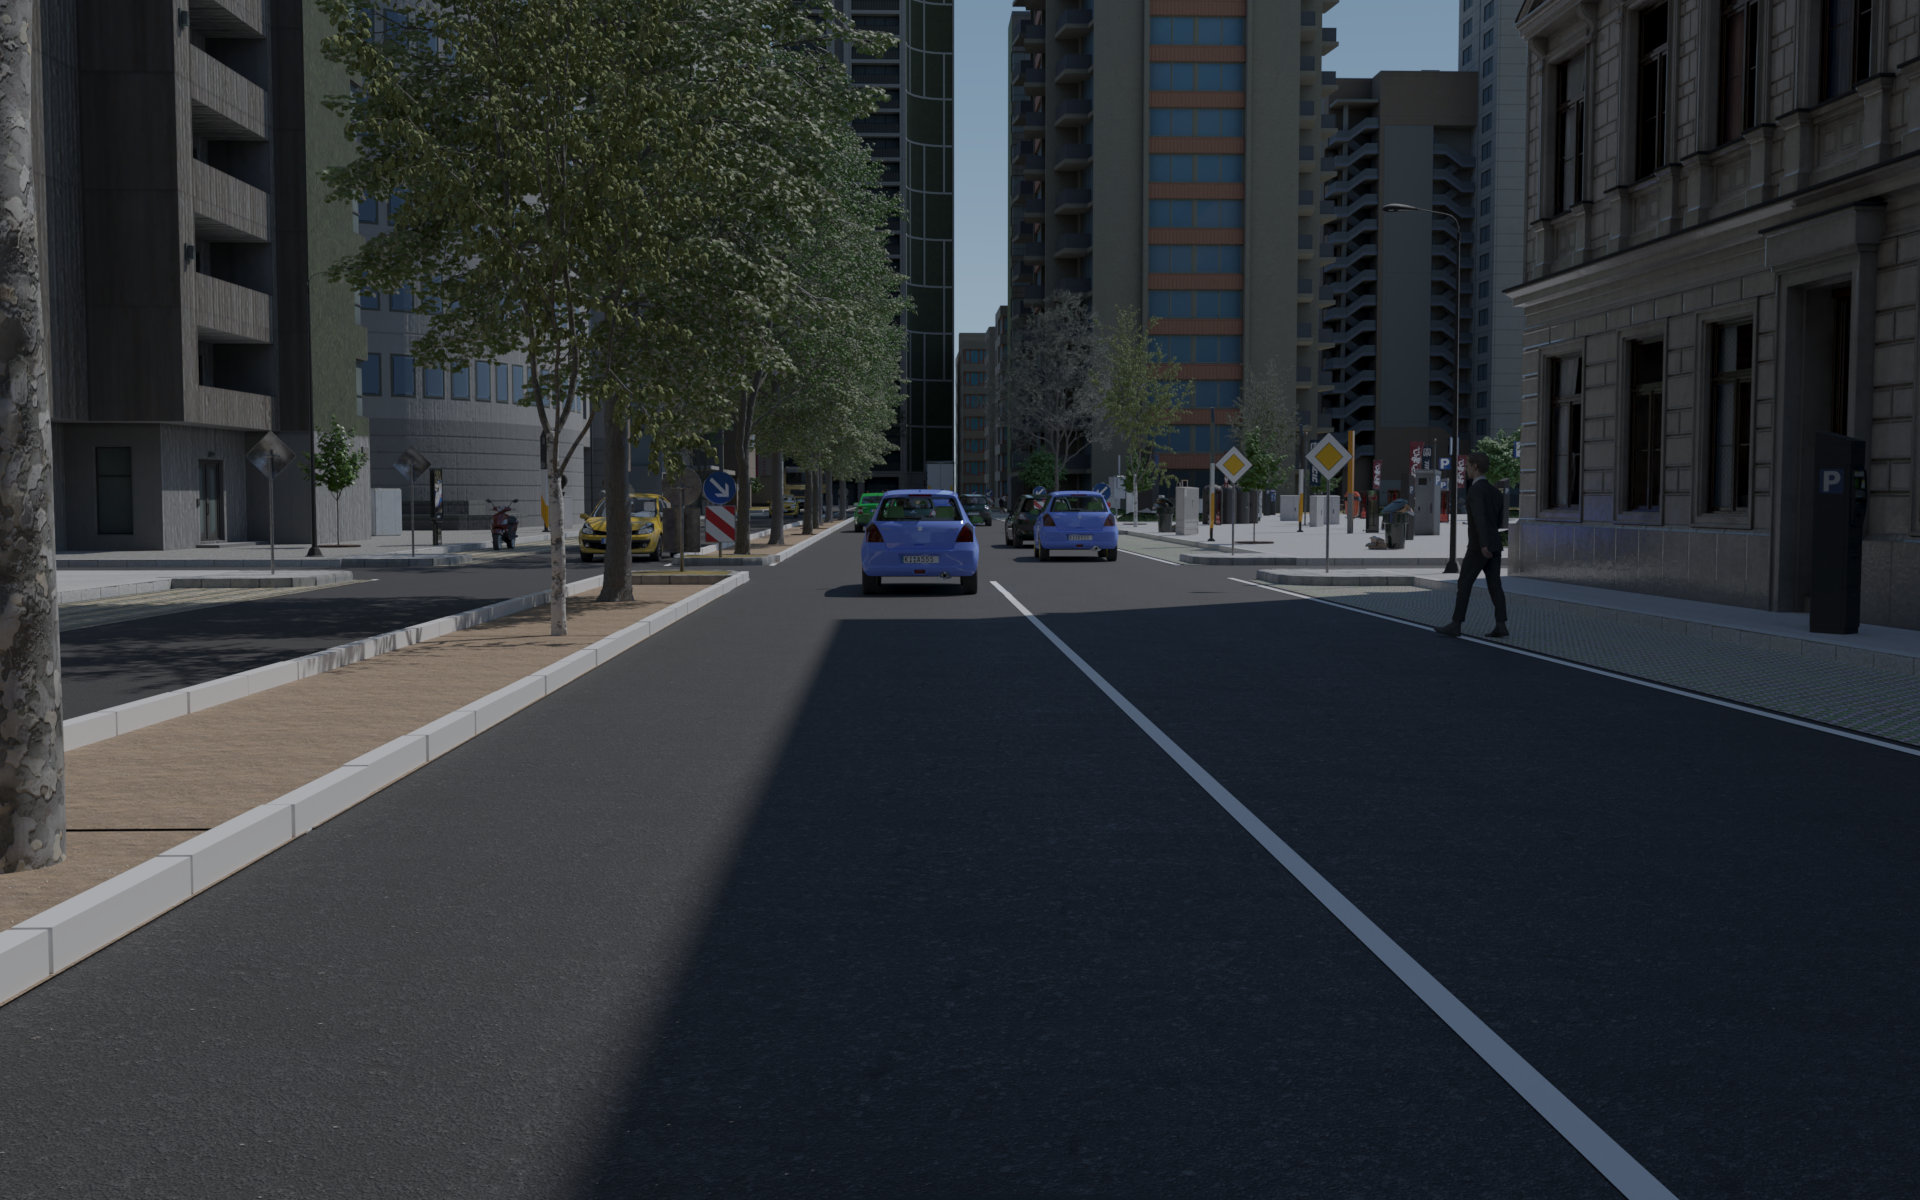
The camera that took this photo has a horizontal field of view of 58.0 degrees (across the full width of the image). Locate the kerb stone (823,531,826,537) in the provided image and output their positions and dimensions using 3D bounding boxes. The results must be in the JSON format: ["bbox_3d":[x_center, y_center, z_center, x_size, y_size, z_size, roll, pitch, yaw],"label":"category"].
[{"bbox_3d":[-4.539,-2.092,56.404,0.120,0.150,1.000,0,4,-2],"label":"kerb stone"}]

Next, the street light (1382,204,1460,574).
[{"bbox_3d":[7.457,-3.387,27.926,1.470,5.913,1.316,0,4,-2],"label":"street light"}]

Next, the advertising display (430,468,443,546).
[{"bbox_3d":[-13.124,-2.338,43.435,0.123,1.923,0.974,0,4,-6],"label":"advertising display"}]

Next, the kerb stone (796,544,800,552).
[{"bbox_3d":[-4.032,-1.211,42.044,0.120,0.150,1.000,0,4,-2],"label":"kerb stone"}]

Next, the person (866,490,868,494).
[{"bbox_3d":[-9.947,-10.866,186.182,1.348,1.821,0.705,1,4,15],"label":"person"}]

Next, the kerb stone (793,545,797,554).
[{"bbox_3d":[-4.004,-1.151,41.022,0.120,0.150,1.000,0,4,-2],"label":"kerb stone"}]

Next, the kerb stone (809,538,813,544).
[{"bbox_3d":[-4.248,-1.591,48.200,0.120,0.150,1.000,0,4,-2],"label":"kerb stone"}]

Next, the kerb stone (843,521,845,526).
[{"bbox_3d":[-5.221,-3.281,75.860,0.120,0.150,1.000,0,4,-2],"label":"kerb stone"}]

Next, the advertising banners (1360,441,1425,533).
[{"bbox_3d":[14.321,-3.729,57.150,2.074,3.025,0.090,0,4,-7],"label":"advertising banners"}]

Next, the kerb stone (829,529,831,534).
[{"bbox_3d":[-4.688,-2.340,60.499,0.120,0.150,1.000,0,4,-2],"label":"kerb stone"}]

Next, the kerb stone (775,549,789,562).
[{"bbox_3d":[-3.897,-0.963,37.940,0.120,0.150,1.000,0,4,-2],"label":"kerb stone"}]

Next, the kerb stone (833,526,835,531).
[{"bbox_3d":[-4.824,-2.589,64.586,0.120,0.150,1.000,0,4,-2],"label":"kerb stone"}]

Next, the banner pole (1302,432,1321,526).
[{"bbox_3d":[14.194,-4.893,70.019,0.863,3.779,0.401,2,4,30],"label":"banner pole"}]

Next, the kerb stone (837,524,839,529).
[{"bbox_3d":[-4.973,-2.844,68.689,0.120,0.150,1.000,0,4,-2],"label":"kerb stone"}]

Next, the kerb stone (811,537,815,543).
[{"bbox_3d":[-4.290,-1.651,49.227,0.120,0.150,1.000,0,4,-2],"label":"kerb stone"}]

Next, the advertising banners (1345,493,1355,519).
[{"bbox_3d":[20.910,-5.717,89.657,2.074,3.025,0.090,-1,4,-14],"label":"advertising banners"}]

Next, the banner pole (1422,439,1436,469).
[{"bbox_3d":[21.404,-5.436,78.903,0.401,3.779,0.863,-3,5,-44],"label":"banner pole"}]

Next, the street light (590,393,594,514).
[{"bbox_3d":[-13.915,-5.836,67.952,1.470,5.913,1.316,0,4,-2],"label":"street light"}]

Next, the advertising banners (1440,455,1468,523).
[{"bbox_3d":[21.601,-4.967,77.406,2.074,3.025,0.090,1,4,11],"label":"advertising banners"}]

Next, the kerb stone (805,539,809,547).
[{"bbox_3d":[-4.182,-1.465,46.147,0.120,0.150,1.000,0,4,-2],"label":"kerb stone"}]

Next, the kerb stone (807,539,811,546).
[{"bbox_3d":[-4.219,-1.528,47.174,0.120,0.150,1.000,0,4,-2],"label":"kerb stone"}]

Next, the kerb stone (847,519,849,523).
[{"bbox_3d":[-5.403,-3.597,81.005,0.120,0.150,1.000,0,4,-2],"label":"kerb stone"}]

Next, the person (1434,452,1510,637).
[{"bbox_3d":[5.129,-0.550,17.264,0.659,1.850,0.755,-3,5,-42],"label":"person"}]

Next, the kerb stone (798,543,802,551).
[{"bbox_3d":[-4.076,-1.274,43.068,0.120,0.150,1.000,0,4,-2],"label":"kerb stone"}]

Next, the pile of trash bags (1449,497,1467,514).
[{"bbox_3d":[31.982,-6.164,110.535,1.912,1.369,3.447,3,5,40],"label":"pile of trash bags"}]

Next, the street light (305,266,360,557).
[{"bbox_3d":[-12.683,-3.840,35.319,1.470,5.913,1.316,0,4,-2],"label":"street light"}]

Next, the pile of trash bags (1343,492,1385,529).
[{"bbox_3d":[15.736,-3.271,63.238,3.447,1.369,1.912,1,4,21],"label":"pile of trash bags"}]

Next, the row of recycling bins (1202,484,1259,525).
[{"bbox_3d":[11.663,-4.107,74.267,1.069,1.692,3.534,3,5,44],"label":"row of recycling bins"}]

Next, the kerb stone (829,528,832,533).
[{"bbox_3d":[-4.713,-2.405,61.521,0.120,0.150,1.000,0,4,-2],"label":"kerb stone"}]

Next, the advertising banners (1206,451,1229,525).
[{"bbox_3d":[10.641,-4.594,71.307,0.090,3.025,2.074,-1,4,-17],"label":"advertising banners"}]

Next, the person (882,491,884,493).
[{"bbox_3d":[-7.991,-10.376,178.860,1.217,1.743,0.721,-1,4,-19],"label":"person"}]

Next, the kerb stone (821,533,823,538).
[{"bbox_3d":[-4.471,-1.962,54.351,0.120,0.150,1.000,0,4,-2],"label":"kerb stone"}]

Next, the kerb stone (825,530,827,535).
[{"bbox_3d":[-4.571,-2.155,57.425,0.120,0.150,1.000,0,4,-2],"label":"kerb stone"}]

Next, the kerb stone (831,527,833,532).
[{"bbox_3d":[-4.756,-2.468,62.542,0.120,0.150,1.000,0,4,-2],"label":"kerb stone"}]

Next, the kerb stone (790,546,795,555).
[{"bbox_3d":[-3.960,-1.089,40.001,0.120,0.150,1.000,0,4,-2],"label":"kerb stone"}]

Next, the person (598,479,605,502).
[{"bbox_3d":[-8.567,-2.051,42.135,0.767,1.812,0.694,0,4,-5],"label":"person"}]

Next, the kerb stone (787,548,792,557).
[{"bbox_3d":[-3.925,-1.026,38.972,0.120,0.150,1.000,0,4,-2],"label":"kerb stone"}]

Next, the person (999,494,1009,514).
[{"bbox_3d":[3.167,-6.886,124.271,0.799,1.438,0.628,0,4,7],"label":"person"}]

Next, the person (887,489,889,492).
[{"bbox_3d":[-5.928,-8.107,140.911,0.709,1.838,0.599,3,4,36],"label":"person"}]

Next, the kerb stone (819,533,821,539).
[{"bbox_3d":[-4.426,-1.904,53.330,0.120,0.150,1.000,0,4,-2],"label":"kerb stone"}]

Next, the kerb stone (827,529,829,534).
[{"bbox_3d":[-4.650,-2.280,59.475,0.120,0.150,1.000,0,4,-2],"label":"kerb stone"}]

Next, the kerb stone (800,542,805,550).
[{"bbox_3d":[-4.111,-1.336,44.090,0.120,0.150,1.000,0,4,-2],"label":"kerb stone"}]

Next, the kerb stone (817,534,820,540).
[{"bbox_3d":[-4.399,-1.834,52.306,0.120,0.150,1.000,0,4,-2],"label":"kerb stone"}]

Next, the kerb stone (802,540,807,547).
[{"bbox_3d":[-4.142,-1.402,45.116,0.120,0.150,1.000,0,4,-2],"label":"kerb stone"}]

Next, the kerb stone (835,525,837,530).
[{"bbox_3d":[-4.892,-2.718,66.629,0.120,0.150,1.000,0,4,-2],"label":"kerb stone"}]

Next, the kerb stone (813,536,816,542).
[{"bbox_3d":[-4.326,-1.713,50.249,0.120,0.150,1.000,0,4,-2],"label":"kerb stone"}]

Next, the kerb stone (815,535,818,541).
[{"bbox_3d":[-4.359,-1.779,51.284,0.120,0.150,1.000,0,4,-2],"label":"kerb stone"}]

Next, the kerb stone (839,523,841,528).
[{"bbox_3d":[-5.036,-2.969,70.733,0.120,0.150,1.000,0,4,-2],"label":"kerb stone"}]

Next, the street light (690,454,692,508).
[{"bbox_3d":[-15.015,-7.805,100.151,1.470,5.913,1.316,0,4,-2],"label":"street light"}]

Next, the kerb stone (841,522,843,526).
[{"bbox_3d":[-5.114,-3.094,72.777,0.120,0.150,1.000,0,4,-2],"label":"kerb stone"}]

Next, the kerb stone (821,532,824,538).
[{"bbox_3d":[-4.507,-2.015,55.380,0.120,0.150,1.000,0,4,-2],"label":"kerb stone"}]
